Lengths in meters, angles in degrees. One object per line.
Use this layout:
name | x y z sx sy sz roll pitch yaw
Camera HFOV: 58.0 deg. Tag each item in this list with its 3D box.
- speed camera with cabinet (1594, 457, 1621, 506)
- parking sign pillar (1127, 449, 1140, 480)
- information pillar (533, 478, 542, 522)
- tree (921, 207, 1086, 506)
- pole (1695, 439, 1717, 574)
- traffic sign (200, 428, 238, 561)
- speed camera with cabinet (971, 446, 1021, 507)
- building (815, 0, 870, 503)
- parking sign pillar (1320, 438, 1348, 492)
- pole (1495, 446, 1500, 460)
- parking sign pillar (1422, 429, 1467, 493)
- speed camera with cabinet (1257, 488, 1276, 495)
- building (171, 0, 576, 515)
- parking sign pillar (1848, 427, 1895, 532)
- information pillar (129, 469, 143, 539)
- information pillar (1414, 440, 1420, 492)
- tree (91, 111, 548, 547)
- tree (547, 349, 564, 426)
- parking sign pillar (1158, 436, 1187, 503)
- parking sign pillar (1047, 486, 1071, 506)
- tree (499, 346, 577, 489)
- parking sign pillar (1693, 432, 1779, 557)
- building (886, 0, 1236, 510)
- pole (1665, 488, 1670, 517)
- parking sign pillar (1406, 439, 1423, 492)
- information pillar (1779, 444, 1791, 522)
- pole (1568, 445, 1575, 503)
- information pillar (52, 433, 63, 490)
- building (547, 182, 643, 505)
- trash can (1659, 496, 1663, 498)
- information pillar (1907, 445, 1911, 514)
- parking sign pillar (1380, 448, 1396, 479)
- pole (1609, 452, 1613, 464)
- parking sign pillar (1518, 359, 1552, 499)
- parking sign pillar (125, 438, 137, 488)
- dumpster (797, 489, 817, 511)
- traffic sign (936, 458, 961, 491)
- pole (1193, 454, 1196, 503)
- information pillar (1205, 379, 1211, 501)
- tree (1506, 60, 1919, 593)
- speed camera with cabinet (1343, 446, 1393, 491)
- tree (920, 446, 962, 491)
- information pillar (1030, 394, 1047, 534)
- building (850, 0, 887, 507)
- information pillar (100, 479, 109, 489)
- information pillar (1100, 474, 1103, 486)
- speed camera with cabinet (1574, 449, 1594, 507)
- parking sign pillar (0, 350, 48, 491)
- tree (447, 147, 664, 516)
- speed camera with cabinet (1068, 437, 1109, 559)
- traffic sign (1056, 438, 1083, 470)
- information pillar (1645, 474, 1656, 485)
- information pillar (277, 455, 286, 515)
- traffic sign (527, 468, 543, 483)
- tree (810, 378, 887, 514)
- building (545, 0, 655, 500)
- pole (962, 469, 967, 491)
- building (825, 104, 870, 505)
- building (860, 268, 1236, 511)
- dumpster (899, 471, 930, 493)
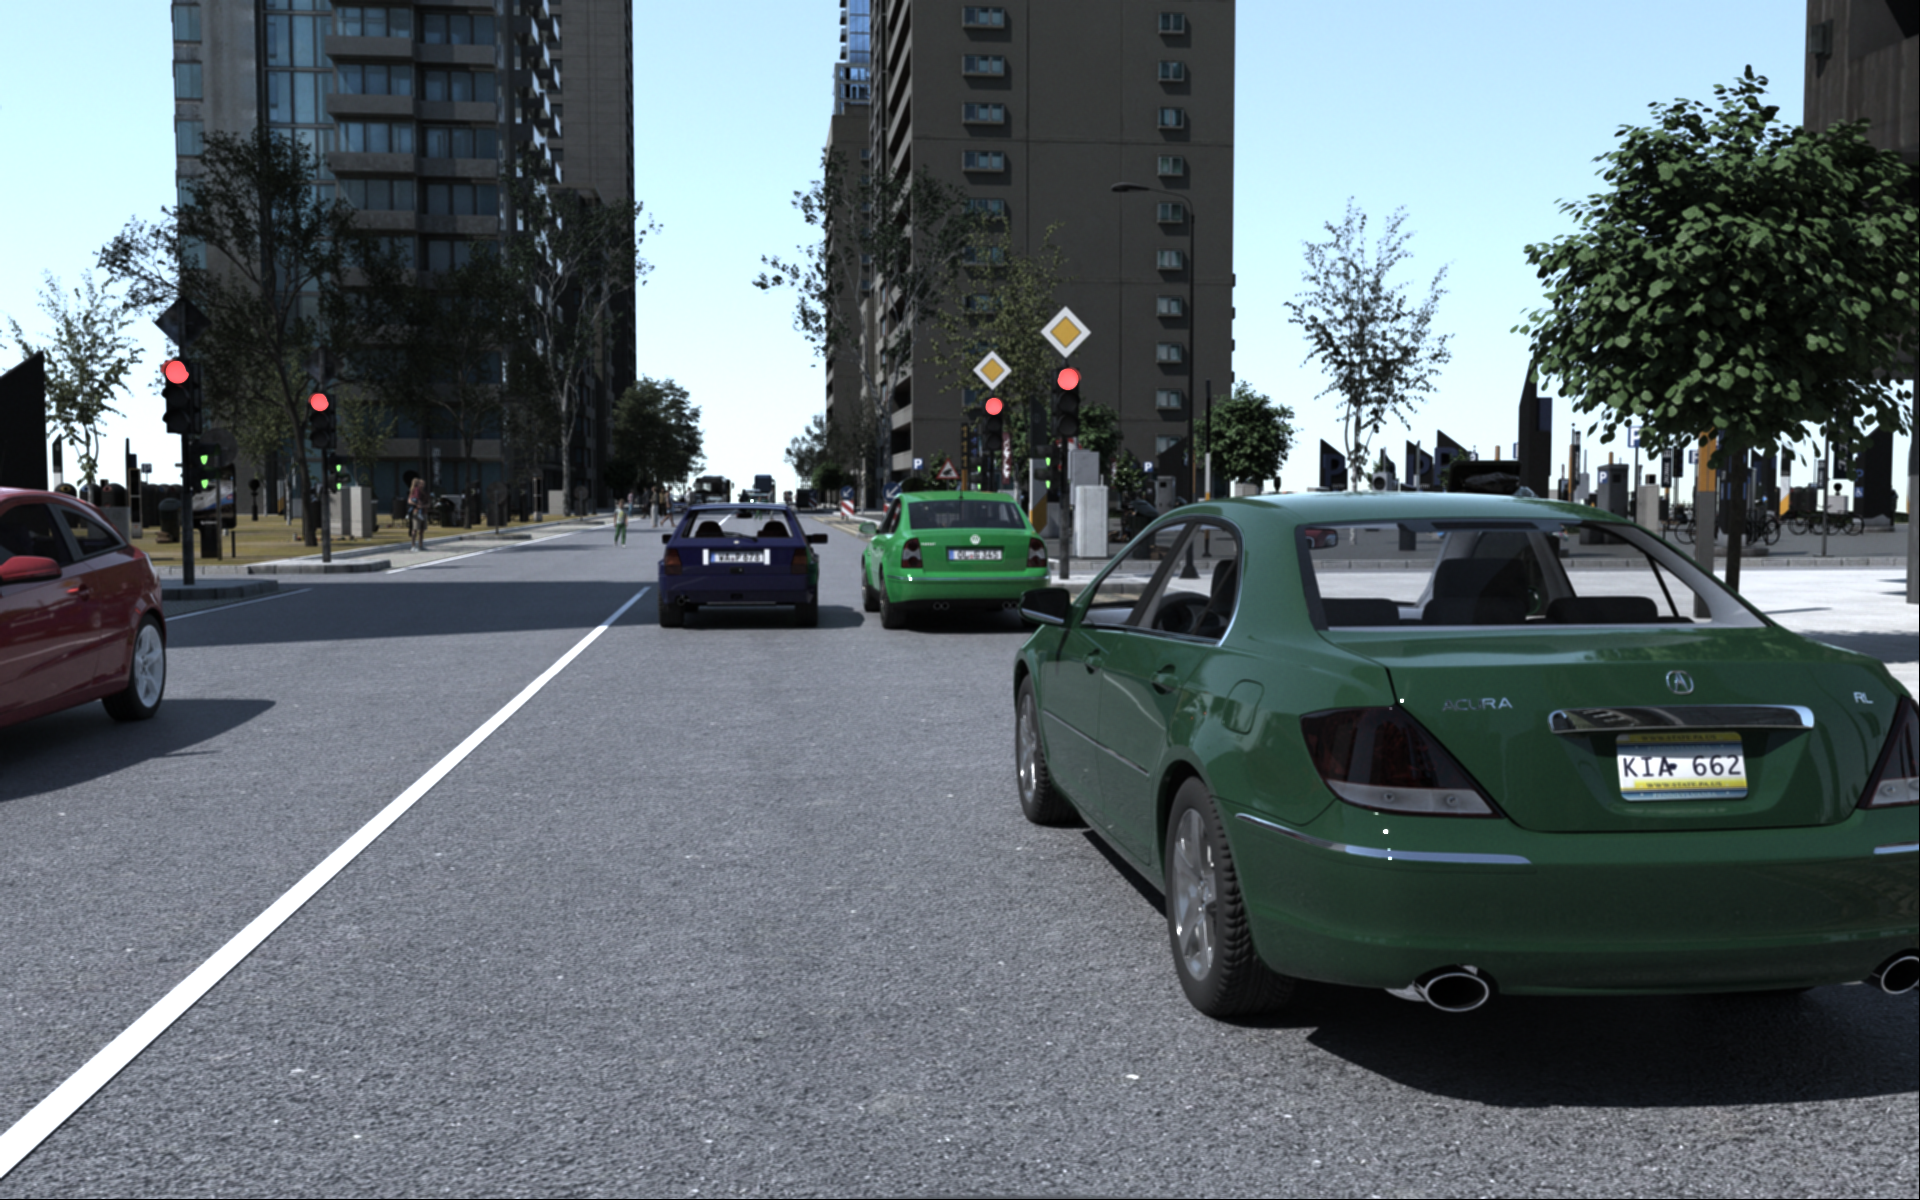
speed camera with cabinet | 34.591 -6.023 92.809 2.038 3.252 0.660 3 5 42
parking sign pillar | 10.158 -6.980 102.602 1.447 3.967 1.447 -2 4 -27
information pillar | -19.520 -4.624 80.101 0.304 2.012 0.304 -2 4 -35
tree | 1.337 -5.731 44.069 4.737 8.622 4.395 0 3 0
pole | 7.696 -1.468 17.844 0.158 3.312 0.155 0 3 0
traffic sign | -14.290 -2.034 33.366 0.768 2.556 0.104 0 4 -3
speed camera with cabinet | 1.504 -4.759 72.150 2.038 3.252 0.660 -1 4 -14
building | -9.527 -57.438 251.787 22.319 86.520 31.000 0 4 -7
parking sign pillar | 18.133 -5.845 84.037 1.447 3.967 1.447 -1 4 -15
pole | 22.594 -4.833 72.867 0.158 3.312 0.155 0 3 0
parking sign pillar | 20.271 -5.091 71.716 1.447 3.967 1.447 3 5 45
speed camera with cabinet | 18.363 -6.764 104.933 0.660 3.252 2.038 -1 4 -23
building | -39.953 -30.623 120.292 23.786 49.044 30.456 0 4 -7
parking sign pillar | 31.062 -4.308 58.914 1.447 3.967 1.447 -1 4 -22
information pillar | -23.741 -2.776 49.884 0.304 2.012 0.304 -1 4 -22
information pillar | 19.758 -5.109 74.895 0.183 3.616 0.504 2 4 35
tree | -16.153 -6.602 42.350 7.601 10.594 8.767 3 4 39
tree | -17.931 -7.918 63.867 8.767 10.594 7.601 3 5 40
parking sign pillar | 9.841 -5.608 80.164 1.447 3.967 1.447 0 4 2
parking sign pillar | 5.561 -6.635 96.948 1.447 3.967 1.447 -1 4 -14
tree | -21.069 -8.319 86.384 4.360 8.622 3.978 0 3 0
parking sign pillar | 16.072 -2.906 35.983 1.447 3.967 1.447 1 4 18
building | 6.286 -30.454 121.622 21.300 48.544 21.600 0 4 -7
pole | 36.280 -5.809 88.820 0.158 3.312 0.155 0 3 0
parking sign pillar | 22.481 -5.891 84.788 1.447 3.967 1.447 1 4 14
information pillar | 38.367 -5.454 80.524 0.183 3.616 0.504 -2 4 -25
pole | 25.201 -4.744 71.401 0.158 3.312 0.155 0 3 0
information pillar | -34.838 -4.622 66.920 0.504 3.616 0.183 2 4 27
building | -53.905 -31.224 202.386 32.217 40.220 23.993 0 4 -7
trash can | 46.457 -6.334 115.210 0.748 1.137 0.748 0 3 0
information pillar | 44.292 -5.470 80.792 0.183 3.616 0.504 1 4 18
parking sign pillar | 25.287 -6.966 102.368 1.447 3.967 1.447 3 5 39
pole | 31.394 -5.489 83.585 0.158 3.312 0.155 0 3 0
parking sign pillar | 11.674 -2.862 35.258 1.447 3.967 1.447 1 4 9
parking sign pillar | -40.051 -5.824 83.691 1.447 3.967 1.447 -2 4 -28
dumpster | -13.234 -8.663 149.852 1.865 1.857 1.264 0 4 -7
traffic sign | -0.422 -3.755 61.399 0.884 2.594 0.081 0 4 1
pole | 8.393 -4.187 62.305 0.158 3.312 0.155 0 3 0
information pillar | 5.030 -2.680 35.173 0.183 3.616 0.504 0 4 7
tree | 5.958 -1.801 13.167 4.285 4.588 4.351 0 3 0
speed camera with cabinet | 16.984 -4.765 72.247 2.038 3.252 0.660 3 5 41
tree | -0.871 -4.519 68.482 1.663 3.219 1.824 0 3 0
information pillar | 1.830 -3.017 40.682 0.504 3.616 0.183 -3 4 -39
building | -0.237 -44.835 171.302 20.563 71.187 20.611 0 4 -7
information pillar | -42.186 -4.950 85.430 0.304 2.012 0.304 0 4 -8
information pillar | 5.984 -5.000 73.106 0.183 3.616 0.504 0 4 1
speed camera with cabinet | 27.331 -5.054 76.975 0.660 3.252 2.038 0 4 0
parking sign pillar | -17.624 -2.665 32.051 1.447 3.967 1.447 2 4 28
tree | -23.683 -14.780 97.537 12.611 20.169 13.585 0 3 0
speed camera with cabinet | 2.614 -2.495 35.130 0.660 3.252 2.038 0 4 -3
traffic sign | 2.372 -2.357 38.636 0.768 2.556 0.104 0 4 2
information pillar | 25.500 -3.639 63.989 0.304 2.012 0.304 0 4 5
information pillar | -40.891 -6.915 104.420 0.504 3.616 0.183 -3 5 -40
traffic sign | -20.435 -5.092 83.364 0.768 2.556 0.104 0 4 -2
tree | -6.289 -9.678 108.604 4.360 8.622 3.978 0 3 0
building | -50.502 -48.074 224.261 20.563 71.187 20.611 0 4 -7
pole | 0.160 -4.046 59.991 0.158 3.312 0.155 0 3 0
building | -5.432 -36.026 212.723 21.300 48.544 21.600 0 4 -7
building | 6.148 -18.572 148.693 27.650 21.520 28.899 0 4 -7
dumpster | -1.951 -4.329 73.278 1.502 2.255 1.985 0 4 -7
